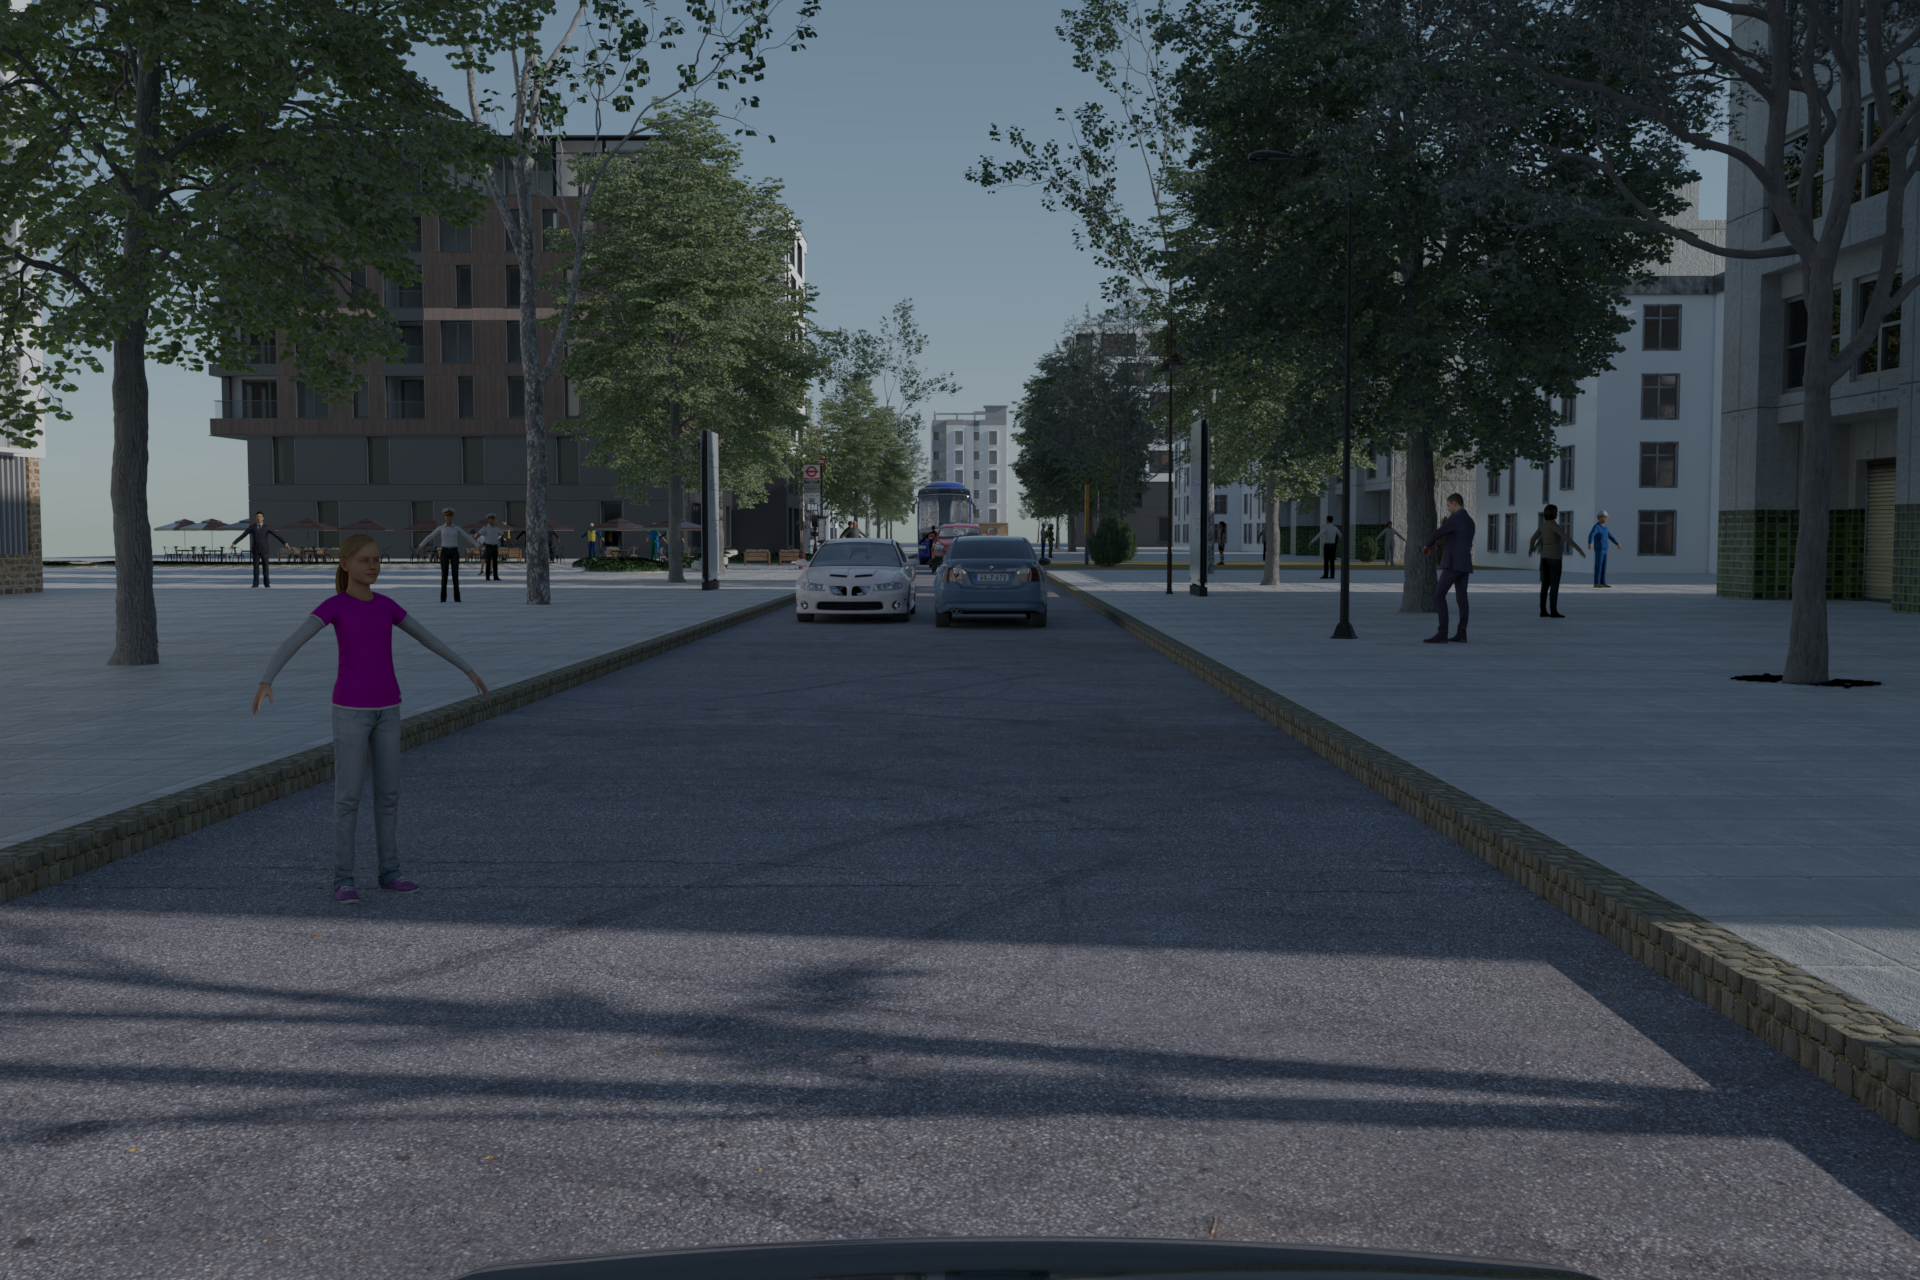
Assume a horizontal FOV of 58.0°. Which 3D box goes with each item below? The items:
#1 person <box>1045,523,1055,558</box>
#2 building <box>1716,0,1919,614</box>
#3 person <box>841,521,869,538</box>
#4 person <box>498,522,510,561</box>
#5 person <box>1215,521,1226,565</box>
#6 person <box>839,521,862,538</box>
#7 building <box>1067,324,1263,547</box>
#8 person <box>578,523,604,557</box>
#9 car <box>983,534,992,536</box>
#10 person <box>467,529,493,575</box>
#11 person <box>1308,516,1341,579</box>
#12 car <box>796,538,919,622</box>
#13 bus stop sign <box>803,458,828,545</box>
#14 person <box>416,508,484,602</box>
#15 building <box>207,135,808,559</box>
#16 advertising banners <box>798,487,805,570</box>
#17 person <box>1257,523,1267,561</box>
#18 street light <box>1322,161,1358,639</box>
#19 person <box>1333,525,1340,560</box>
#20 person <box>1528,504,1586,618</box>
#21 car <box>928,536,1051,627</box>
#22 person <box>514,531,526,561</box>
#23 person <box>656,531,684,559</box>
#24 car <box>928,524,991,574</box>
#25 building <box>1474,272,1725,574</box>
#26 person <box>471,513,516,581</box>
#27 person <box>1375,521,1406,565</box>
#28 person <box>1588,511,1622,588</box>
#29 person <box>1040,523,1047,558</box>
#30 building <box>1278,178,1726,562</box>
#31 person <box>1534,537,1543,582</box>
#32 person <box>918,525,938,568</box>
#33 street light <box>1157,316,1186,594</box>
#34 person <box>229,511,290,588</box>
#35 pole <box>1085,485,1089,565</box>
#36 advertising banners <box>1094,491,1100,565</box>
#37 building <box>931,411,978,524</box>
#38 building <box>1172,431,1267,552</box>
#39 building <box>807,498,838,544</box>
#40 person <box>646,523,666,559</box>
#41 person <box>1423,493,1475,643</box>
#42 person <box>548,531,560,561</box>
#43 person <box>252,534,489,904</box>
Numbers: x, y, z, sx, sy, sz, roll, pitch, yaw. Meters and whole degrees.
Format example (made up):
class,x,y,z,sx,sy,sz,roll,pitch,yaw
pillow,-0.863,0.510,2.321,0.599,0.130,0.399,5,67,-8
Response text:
class,x,y,z,sx,sy,sz,roll,pitch,yaw
person,4.923,-5.359,93.383,0.705,1.858,1.354,0,4,-4
building,23.589,-9.322,18.874,16.747,18.905,31.486,0,4,1
person,-4.085,-3.724,67.155,1.348,1.796,0.705,-1,4,-11
person,-21.960,-4.742,83.315,0.705,1.856,1.354,1,4,15
person,10.934,-4.062,72.556,0.704,1.843,1.345,0,4,-4
person,-4.379,-3.866,69.344,1.346,1.812,0.704,2,4,33
building,25.317,-20.869,185.183,27.936,21.610,32.646,0,4,0
person,-18.716,-5.018,88.018,1.349,1.833,0.705,0,4,7
car,0.702,-3.588,70.456,2.131,1.459,4.920,0,4,0
person,-15.029,-2.760,54.360,0.799,1.438,0.628,-2,4,-28
person,10.565,-2.661,49.658,1.344,1.810,0.704,-2,4,-28
car,-1.725,-1.064,29.755,2.083,1.381,4.827,0,4,1
bus stop sign,-5.072,-4.419,60.952,0.855,3.939,0.416,0,4,1
person,-9.587,-1.596,32.556,1.216,1.778,0.721,-1,4,-21
building,-24.727,-15.987,105.357,27.936,21.610,32.646,0,4,0
advertising banners,-5.790,-4.113,63.436,0.090,3.025,2.074,0,4,0
person,14.655,-4.681,82.658,0.705,1.813,1.348,-3,4,-37
street light,5.268,-2.971,21.117,1.470,5.913,1.316,0,4,0
person,18.546,-4.819,85.513,0.721,1.740,1.216,2,4,32
person,9.154,-1.216,26.644,0.721,1.744,1.215,-1,4,-22
car,0.484,-0.977,27.973,2.014,1.417,4.499,0,4,0
person,-19.975,-4.531,80.274,1.347,1.806,0.705,0,4,-8
person,-12.088,-4.028,72.315,1.216,1.772,0.721,0,4,7
car,0.002,-3.328,63.082,2.281,1.827,5.304,0,4,0
building,25.207,-6.995,56.512,9.099,9.664,28.070,0,4,1
person,-12.886,-2.564,47.705,1.343,1.855,0.704,-3,5,-43
person,17.560,-3.947,70.713,1.347,1.806,0.705,0,4,-4
person,15.362,-2.174,41.423,1.347,1.842,0.705,-3,4,-38
person,4.182,-4.921,86.308,0.705,1.847,1.347,0,4,5
building,28.236,-13.960,94.710,16.747,18.905,31.486,0,4,0
person,15.797,-2.288,46.613,0.989,1.438,0.599,-2,4,-27
person,-1.127,-3.973,73.639,1.346,1.802,0.704,0,4,3
street light,4.478,-3.919,36.870,0.468,5.910,1.993,0,4,1
person,-16.742,-2.164,41.437,1.345,1.823,0.704,-1,4,-17
pole,5.275,-4.780,71.991,0.158,3.312,0.155,0,3,0
advertising banners,5.574,-4.542,70.444,0.090,3.025,2.074,0,4,1
building,-4.057,-24.440,258.467,11.380,20.090,16.016,0,4,6
building,22.263,-11.671,132.966,9.099,9.664,28.070,0,4,1
building,-20.470,-17.510,228.440,9.099,9.664,28.070,0,4,1
person,-14.810,-4.769,84.094,1.347,1.817,0.704,3,4,37
person,5.747,-0.857,20.502,0.568,1.767,0.683,3,5,44
person,-19.540,-4.666,82.222,0.705,1.837,1.347,3,5,45
person,-2.305,0.301,6.806,0.599,1.433,0.991,3,5,42
